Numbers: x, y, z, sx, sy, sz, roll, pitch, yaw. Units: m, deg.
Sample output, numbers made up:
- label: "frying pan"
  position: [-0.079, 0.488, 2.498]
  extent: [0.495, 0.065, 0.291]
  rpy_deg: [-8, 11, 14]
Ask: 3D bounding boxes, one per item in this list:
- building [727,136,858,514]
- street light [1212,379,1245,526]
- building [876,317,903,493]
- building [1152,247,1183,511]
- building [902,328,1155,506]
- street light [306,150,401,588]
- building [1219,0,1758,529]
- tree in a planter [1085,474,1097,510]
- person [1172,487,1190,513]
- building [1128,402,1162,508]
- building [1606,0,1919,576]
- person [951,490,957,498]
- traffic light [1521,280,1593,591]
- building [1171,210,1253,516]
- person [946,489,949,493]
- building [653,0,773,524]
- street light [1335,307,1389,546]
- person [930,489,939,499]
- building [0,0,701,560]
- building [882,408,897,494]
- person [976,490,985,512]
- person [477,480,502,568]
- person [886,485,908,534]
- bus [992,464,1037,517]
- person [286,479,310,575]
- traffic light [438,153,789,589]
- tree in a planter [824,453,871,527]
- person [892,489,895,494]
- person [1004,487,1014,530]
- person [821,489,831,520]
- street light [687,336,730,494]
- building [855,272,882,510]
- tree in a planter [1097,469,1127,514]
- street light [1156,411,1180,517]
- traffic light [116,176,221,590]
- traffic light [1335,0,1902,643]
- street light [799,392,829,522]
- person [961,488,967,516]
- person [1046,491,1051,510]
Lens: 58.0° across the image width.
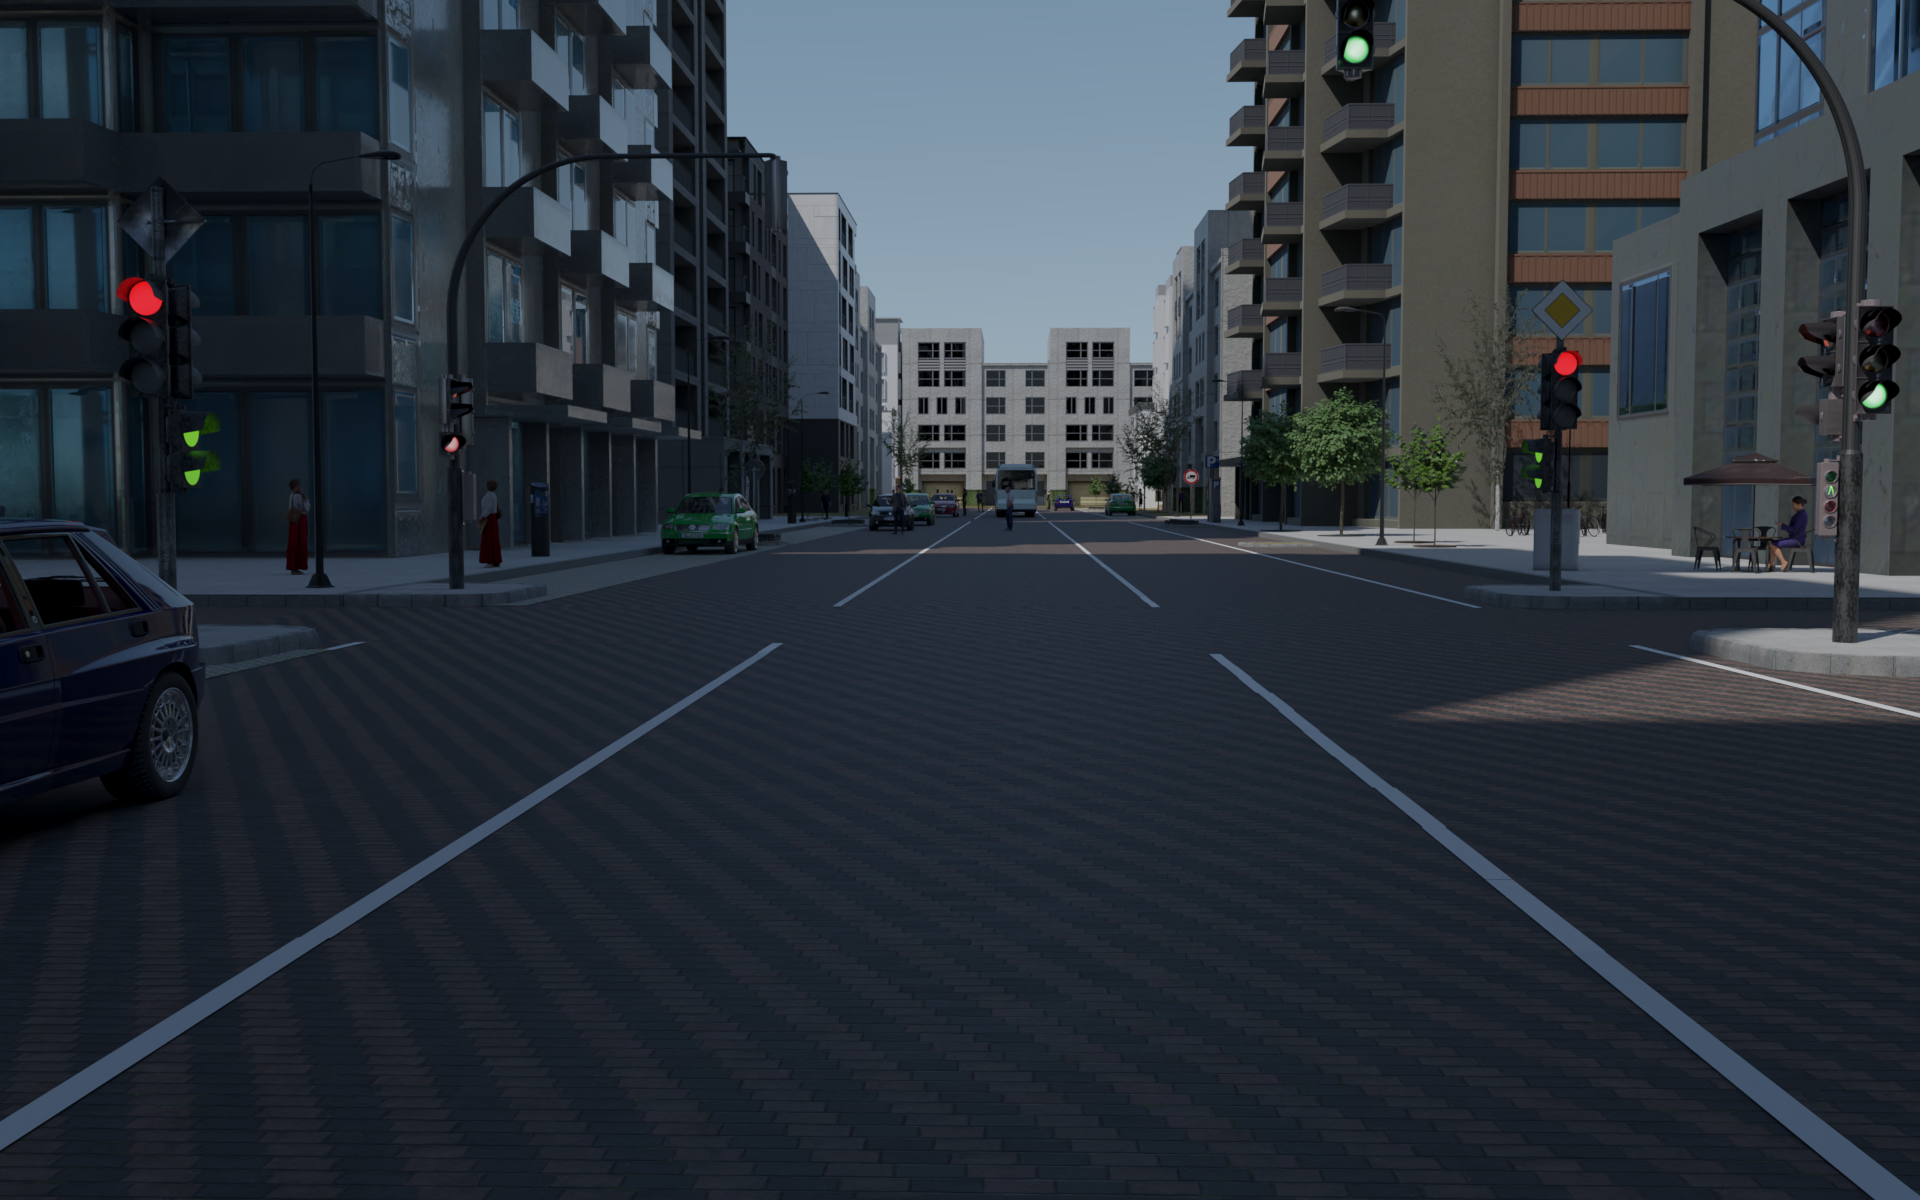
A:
- label: "building"
  position: [-22.241, -16.631, 115.887]
  extent: [27.936, 21.610, 32.646]
  rpy_deg: [0, 4, 2]
- label: "street light"
  position: [10.876, -5.972, 70.180]
  extent: [1.470, 5.913, 1.316]
  rpy_deg: [0, 4, 2]
- label: "building"
  position: [-11.846, -20.537, 192.196]
  extent: [11.380, 20.091, 16.016]
  rpy_deg: [0, 4, 2]
- label: "building"
  position: [23.547, -17.218, 137.939]
  extent: [16.016, 20.091, 11.380]
  rpy_deg: [0, 4, 2]
- label: "building"
  position: [9.863, -19.956, 192.742]
  extent: [31.486, 18.905, 16.747]
  rpy_deg: [0, 4, 2]
- label: "street light"
  position: [-8.241, -3.120, 23.560]
  extent: [1.470, 5.913, 1.316]
  rpy_deg: [0, 4, 2]
- label: "building"
  position: [23.478, -25.758, 75.776]
  extent: [22.147, 44.769, 28.867]
  rpy_deg: [0, 4, 2]
- label: "tree in a planter"
  position: [11.922, -9.442, 151.601]
  extent: [1.991, 3.239, 1.994]
  rpy_deg: [0, 4, 2]
- label: "person"
  position: [14.963, -6.759, 117.238]
  extent: [1.217, 1.739, 0.721]
  rpy_deg: [1, 4, 15]
- label: "building"
  position: [20.853, -13.225, 158.373]
  extent: [9.099, 9.664, 28.070]
  rpy_deg: [0, 4, 2]
- label: "building"
  position: [30.263, -43.943, 31.143]
  extent: [31.000, 86.520, 22.319]
  rpy_deg: [0, 4, 2]
- label: "person"
  position: [-0.743, -9.004, 155.814]
  extent: [1.348, 1.812, 0.705]
  rpy_deg: [-2, 4, -35]
- label: "traffic light"
  position: [7.882, -2.077, 22.882]
  extent: [0.839, 4.253, 0.868]
  rpy_deg: [0, 4, 2]
- label: "building"
  position: [24.041, -15.274, 116.196]
  extent: [16.747, 18.905, 31.486]
  rpy_deg: [0, 4, 2]
- label: "person"
  position: [-1.030, -8.238, 143.266]
  extent: [0.705, 1.814, 1.350]
  rpy_deg: [-3, 4, -39]
- label: "building"
  position: [-19.885, -39.379, 82.091]
  extent: [20.563, 71.187, 20.611]
  rpy_deg: [0, 4, 2]
- label: "street light"
  position: [10.005, -4.319, 43.151]
  extent: [1.470, 5.913, 1.316]
  rpy_deg: [0, 4, 2]
- label: "person"
  position: [-1.776, -7.808, 136.090]
  extent: [1.348, 1.831, 0.705]
  rpy_deg: [-2, 4, -24]
- label: "building"
  position: [-20.430, -26.090, 46.174]
  extent: [23.786, 49.044, 30.456]
  rpy_deg: [0, 4, 2]
- label: "building"
  position: [-20.509, -13.932, 169.938]
  extent: [28.070, 9.664, 9.099]
  rpy_deg: [0, 4, 2]
- label: "person"
  position: [1.643, -7.908, 138.242]
  extent: [0.683, 1.767, 0.568]
  rpy_deg: [-1, 4, -17]
- label: "person"
  position: [-8.211, -1.330, 30.260]
  extent: [0.387, 1.526, 0.523]
  rpy_deg: [0, 4, 1]
- label: "person"
  position: [-2.260, -3.234, 61.900]
  extent: [0.617, 1.759, 0.750]
  rpy_deg: [1, 4, 22]
- label: "bus"
  position: [3.554, -7.183, 112.299]
  extent: [2.948, 3.499, 13.247]
  rpy_deg: [0, 4, 1]
- label: "person"
  position: [-10.552, -1.167, 27.586]
  extent: [0.387, 1.526, 0.523]
  rpy_deg: [-2, 4, -30]
- label: "traffic light"
  position: [-4.699, -2.974, 23.292]
  extent: [4.771, 5.953, 1.251]
  rpy_deg: [0, 4, 2]
- label: "tree in a planter"
  position: [-4.865, -4.806, 75.793]
  extent: [1.991, 3.239, 1.994]
  rpy_deg: [0, 4, 2]
- label: "person"
  position: [-4.017, -5.876, 105.484]
  extent: [0.530, 1.710, 0.541]
  rpy_deg: [0, 4, 8]
- label: "person"
  position: [1.901, -3.593, 68.178]
  extent: [0.436, 1.711, 0.756]
  rpy_deg: [1, 4, 12]
- label: "person"
  position: [-6.671, -4.750, 86.247]
  extent: [0.480, 1.512, 0.613]
  rpy_deg: [0, 4, -5]
- label: "street light"
  position: [-7.434, -4.795, 50.938]
  extent: [1.470, 5.913, 1.316]
  rpy_deg: [0, 4, 2]
- label: "building"
  position: [-16.212, -17.208, 147.805]
  extent: [16.747, 18.905, 31.486]
  rpy_deg: [0, 4, 2]
- label: "tree in a planter"
  position: [11.088, -7.795, 124.670]
  extent: [1.991, 3.239, 1.994]
  rpy_deg: [0, 4, 2]
- label: "street light"
  position: [11.677, -7.625, 97.210]
  extent: [1.470, 5.913, 1.316]
  rpy_deg: [0, 4, 2]
- label: "traffic light"
  position: [-7.041, -1.616, 15.341]
  extent: [0.839, 4.253, 0.868]
  rpy_deg: [0, 4, 2]
- label: "traffic light"
  position: [5.540, -2.456, 14.824]
  extent: [4.771, 5.953, 1.251]
  rpy_deg: [0, 4, 2]
- label: "street light"
  position: [-6.625, -6.487, 78.608]
  extent: [1.470, 5.913, 1.316]
  rpy_deg: [0, 4, 2]
- label: "person"
  position: [0.262, -6.483, 114.513]
  extent: [0.705, 1.822, 1.348]
  rpy_deg: [-1, 4, -10]
- label: "person"
  position: [8.094, -9.139, 158.721]
  extent: [0.445, 1.727, 0.742]
  rpy_deg: [0, 4, 5]
